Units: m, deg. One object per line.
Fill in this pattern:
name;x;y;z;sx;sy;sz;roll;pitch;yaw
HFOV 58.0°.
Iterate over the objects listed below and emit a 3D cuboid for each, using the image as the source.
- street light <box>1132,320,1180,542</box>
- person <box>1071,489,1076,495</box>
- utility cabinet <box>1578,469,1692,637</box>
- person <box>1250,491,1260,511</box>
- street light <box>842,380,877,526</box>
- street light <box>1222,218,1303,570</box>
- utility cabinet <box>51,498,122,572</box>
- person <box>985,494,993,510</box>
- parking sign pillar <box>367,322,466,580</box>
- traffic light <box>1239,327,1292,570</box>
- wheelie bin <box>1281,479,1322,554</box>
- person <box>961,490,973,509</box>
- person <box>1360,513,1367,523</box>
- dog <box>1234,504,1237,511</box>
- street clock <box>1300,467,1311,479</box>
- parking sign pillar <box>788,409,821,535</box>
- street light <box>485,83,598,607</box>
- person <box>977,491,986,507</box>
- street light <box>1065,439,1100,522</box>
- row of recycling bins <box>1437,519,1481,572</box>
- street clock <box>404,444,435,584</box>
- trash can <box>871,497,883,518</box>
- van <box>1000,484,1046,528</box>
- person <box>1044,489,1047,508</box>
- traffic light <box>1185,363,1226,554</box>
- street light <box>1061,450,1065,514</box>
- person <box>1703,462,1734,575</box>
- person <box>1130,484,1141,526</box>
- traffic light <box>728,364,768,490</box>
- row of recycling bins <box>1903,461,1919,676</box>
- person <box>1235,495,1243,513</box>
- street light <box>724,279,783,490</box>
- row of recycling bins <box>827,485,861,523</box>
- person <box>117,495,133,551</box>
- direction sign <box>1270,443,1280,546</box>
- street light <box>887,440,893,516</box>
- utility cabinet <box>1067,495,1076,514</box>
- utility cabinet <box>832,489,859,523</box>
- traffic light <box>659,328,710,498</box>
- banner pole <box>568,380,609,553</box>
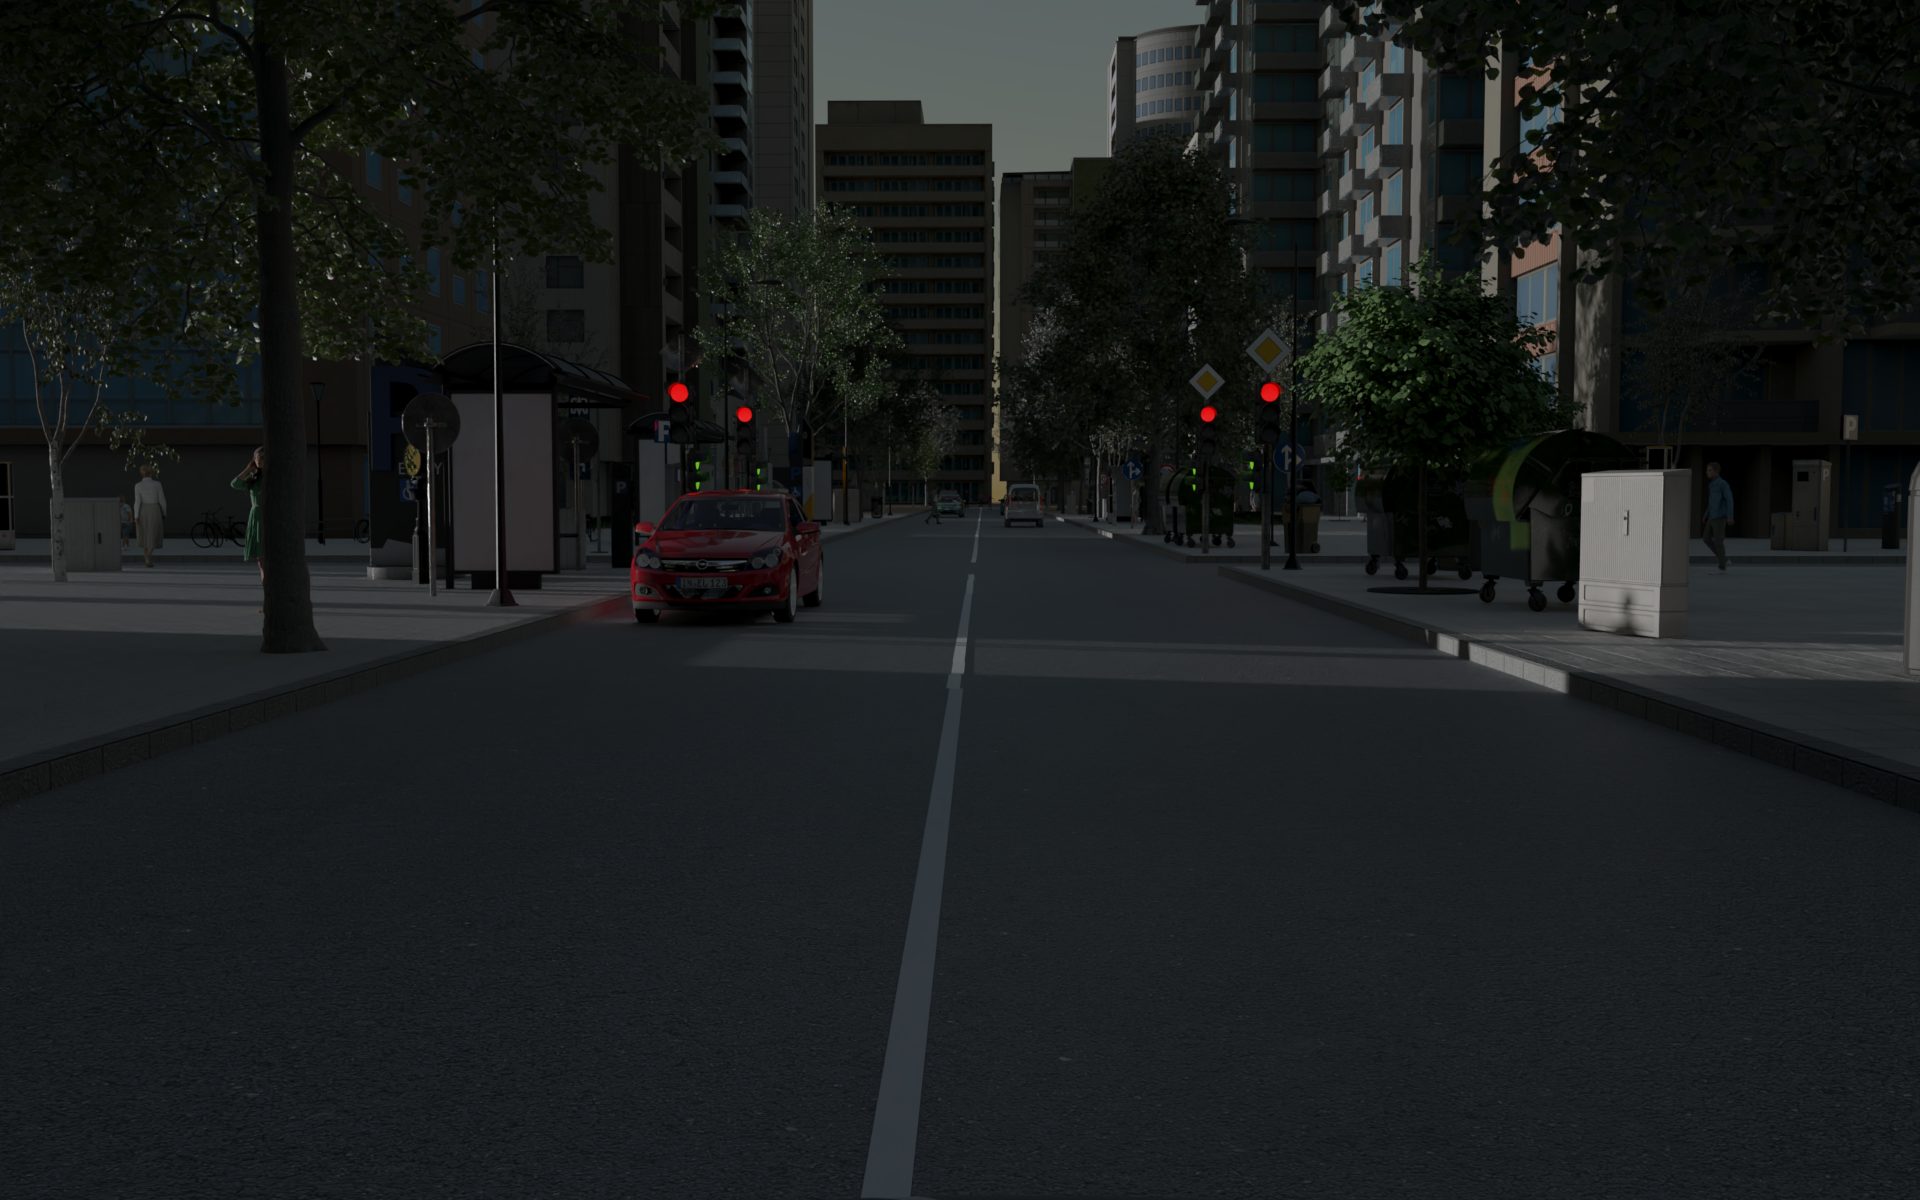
street light;5.273;-4.509;46.268;1.470;5.913;1.316;0;4;1
person;12.212;-10.993;185.649;0.599;1.838;0.709;-3;4;-36
utility cabinet;6.127;-0.435;15.795;0.318;1.500;1.173;-1;4;-15
person;15.037;-5.009;88.697;0.760;1.731;0.466;2;4;26
street light;-4.046;-5.959;69.974;1.470;5.913;1.316;0;4;1
street light;5.112;-3.470;29.278;1.470;5.913;1.316;0;4;1
utility cabinet;-14.457;-1.071;28.669;1.020;1.237;0.306;-2;4;-26
person;2.657;-8.583;152.048;0.991;1.433;0.599;0;4;-8
parking sign pillar;-8.315;-2.320;26.409;1.447;3.967;1.447;0;4;6
traffic light;5.169;-2.469;29.290;0.839;4.253;0.868;0;4;1
wheelie bin;7.374;-1.803;37.394;0.693;1.594;0.980;-2;4;-35
person;0.663;-9.949;171.296;1.348;1.807;0.705;0;4;6
person;18.265;-4.365;77.288;0.818;1.842;0.514;3;5;44
dog;15.520;-5.129;98.234;0.800;0.831;0.513;-3;5;-44
street clock;9.259;-2.565;46.512;0.358;2.002;0.471;0;4;2
parking sign pillar;-5.081;-4.023;54.246;1.447;3.967;1.447;0;4;-1
street light;-4.720;-2.885;19.705;1.470;5.913;1.316;0;4;1
person;2.309;-10.853;186.659;1.217;1.743;0.721;2;4;33
street light;5.720;-6.554;79.695;1.470;5.913;1.316;0;4;1
row of recycling bins;9.801;-1.346;29.115;3.534;1.692;1.069;0;4;-1
street clock;-7.692;-1.230;24.685;0.471;2.002;0.358;3;5;43
trash can;-4.379;-4.876;91.373;0.748;1.137;0.748;0;3;0
van;2.774;-4.194;75.580;2.013;2.044;4.112;0;4;1
person;7.771;-9.279;158.278;0.721;1.766;1.217;0;4;-2
traffic light;5.277;-2.957;37.275;0.839;4.253;0.868;0;4;1
street light;6.141;-8.536;112.110;1.470;5.913;1.316;0;4;1
person;12.083;-1.295;27.553;0.444;1.785;0.601;1;4;9
person;7.153;-3.891;70.671;0.522;1.701;0.512;-1;4;-14
traffic light;-4.584;-2.965;37.391;0.839;4.253;0.868;0;4;1
row of recycling bins;7.559;-0.238;11.001;1.069;1.692;3.534;-1;4;-15
person;12.817;-4.207;79.494;0.373;1.253;0.362;3;4;39
street light;-4.531;-3.977;37.560;1.470;5.913;1.316;0;4;1
row of recycling bins;-5.282;-4.410;79.213;1.069;1.692;3.534;-1;4;-18
person;-18.857;-1.737;39.119;0.352;1.250;0.332;-1;4;-13
direction sign;7.682;-3.090;42.524;0.379;3.537;0.876;0;4;-3
street light;-3.592;-7.942;102.388;1.470;5.913;1.316;0;4;1
utility cabinet;7.034;-6.009;109.404;0.306;1.237;1.020;1;4;21
utility cabinet;-5.049;-4.149;76.509;1.173;1.500;0.318;-2;4;-26
traffic light;-4.691;-2.476;29.406;0.839;4.253;0.868;0;4;1
banner pole;-8.079;-2.908;37.560;0.863;3.779;0.401;-2;4;-24
